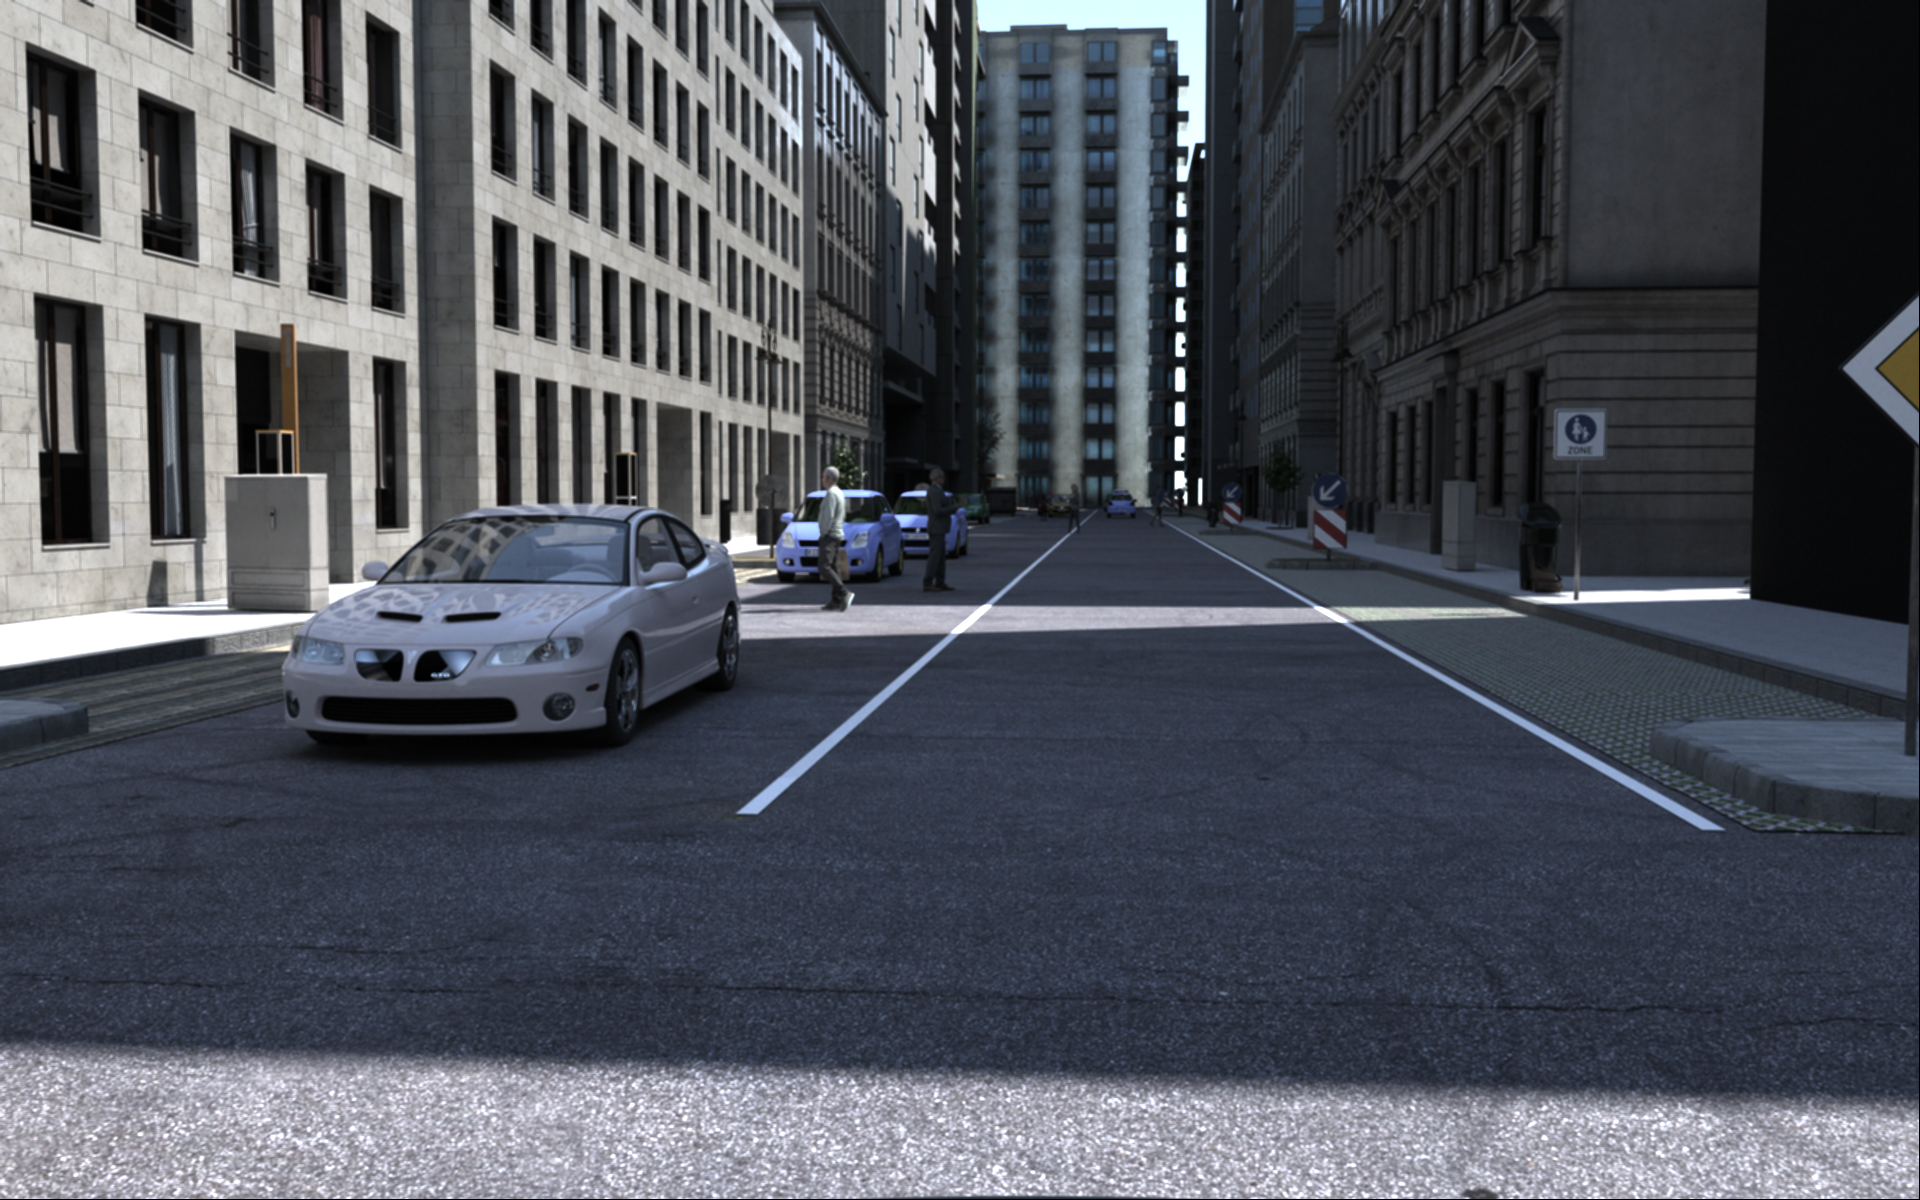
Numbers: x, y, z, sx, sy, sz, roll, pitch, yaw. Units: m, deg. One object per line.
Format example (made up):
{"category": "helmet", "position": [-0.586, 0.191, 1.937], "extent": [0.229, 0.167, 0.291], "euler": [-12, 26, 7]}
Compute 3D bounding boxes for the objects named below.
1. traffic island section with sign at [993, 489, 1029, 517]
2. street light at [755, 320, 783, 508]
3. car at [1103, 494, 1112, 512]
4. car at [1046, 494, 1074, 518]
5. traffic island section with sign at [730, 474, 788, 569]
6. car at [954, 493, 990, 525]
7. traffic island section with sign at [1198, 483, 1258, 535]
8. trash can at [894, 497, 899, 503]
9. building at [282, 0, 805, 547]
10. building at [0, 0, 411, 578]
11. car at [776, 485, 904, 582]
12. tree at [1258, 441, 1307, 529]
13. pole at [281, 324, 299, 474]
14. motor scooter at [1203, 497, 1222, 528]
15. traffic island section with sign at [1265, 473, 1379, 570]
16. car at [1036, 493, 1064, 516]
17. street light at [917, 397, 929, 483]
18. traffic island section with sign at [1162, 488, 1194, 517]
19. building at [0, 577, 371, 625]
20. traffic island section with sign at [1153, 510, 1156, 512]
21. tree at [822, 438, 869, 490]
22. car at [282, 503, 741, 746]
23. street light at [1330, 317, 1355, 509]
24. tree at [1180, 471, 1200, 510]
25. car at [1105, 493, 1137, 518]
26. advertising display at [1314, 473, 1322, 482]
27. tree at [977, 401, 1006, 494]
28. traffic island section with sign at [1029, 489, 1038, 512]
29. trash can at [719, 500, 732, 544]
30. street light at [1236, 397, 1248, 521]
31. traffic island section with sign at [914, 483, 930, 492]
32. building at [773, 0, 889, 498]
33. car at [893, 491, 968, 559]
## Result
{"category": "traffic island section with sign", "position": [3.184, -6.250, 110.821], "extent": [1.989, 1.847, 2.006], "euler": [0, 4, 5]}
{"category": "street light", "position": [-5.060, -4.483, 46.079], "extent": [0.468, 5.910, 1.993], "euler": [0, 4, 5]}
{"category": "car", "position": [12.653, -8.114, 141.461], "extent": [1.959, 1.807, 4.718], "euler": [0, 4, 4]}
{"category": "car", "position": [6.318, -5.898, 106.653], "extent": [2.015, 1.641, 3.980], "euler": [0, 4, 4]}
{"category": "traffic island section with sign", "position": [-3.735, -1.550, 33.975], "extent": [1.989, 1.847, 2.006], "euler": [0, 4, 5]}
{"category": "car", "position": [0.399, -4.505, 82.448], "extent": [1.959, 1.807, 4.718], "euler": [0, 4, 7]}
{"category": "traffic island section with sign", "position": [9.389, -3.191, 60.807], "extent": [1.989, 1.847, 2.006], "euler": [0, 4, 5]}
{"category": "trash can", "position": [-2.804, -4.390, 83.423], "extent": [0.748, 1.137, 0.748], "euler": [0, 3, 0]}
{"category": "building", "position": [-11.393, -12.101, 52.610], "extent": [10.420, 20.320, 16.860], "euler": [0, 4, 5]}
{"category": "building", "position": [-12.057, -11.072, 35.774], "extent": [10.420, 20.320, 16.860], "euler": [0, 4, 5]}
{"category": "car", "position": [-1.994, -1.205, 29.299], "extent": [1.945, 1.707, 3.694], "euler": [0, 4, 6]}
{"category": "tree", "position": [11.902, -4.223, 63.652], "extent": [1.663, 3.219, 1.824], "euler": [0, 3, 0]}
{"category": "pole", "position": [-8.061, -1.654, 20.881], "extent": [0.158, 3.312, 0.155], "euler": [0, 3, 0]}
{"category": "motor scooter", "position": [10.842, -3.765, 74.335], "extent": [0.815, 1.314, 1.986], "euler": [0, 4, 5]}
{"category": "traffic island section with sign", "position": [6.923, -1.514, 33.384], "extent": [1.989, 1.847, 2.006], "euler": [0, 4, 5]}
{"category": "car", "position": [6.178, -6.570, 116.465], "extent": [2.155, 1.783, 4.494], "euler": [0, 4, 5]}
{"category": "street light", "position": [-1.742, -6.695, 82.258], "extent": [0.468, 5.910, 1.993], "euler": [0, 4, 5]}
{"category": "traffic island section with sign", "position": [13.810, -6.197, 109.945], "extent": [1.989, 1.847, 2.006], "euler": [0, 4, 5]}
{"category": "building", "position": [-14.352, -10.051, 19.083], "extent": [10.420, 20.320, 16.860], "euler": [0, 4, 5]}
{"category": "traffic island section with sign", "position": [16.266, -7.864, 137.207], "extent": [1.989, 1.847, 2.006], "euler": [0, 4, 5]}
{"category": "tree", "position": [-3.907, -3.969, 59.496], "extent": [1.663, 3.219, 1.824], "euler": [0, 3, 0]}
{"category": "car", "position": [-2.693, 0.059, 11.405], "extent": [2.083, 1.381, 4.827], "euler": [0, 4, 5]}
{"category": "street light", "position": [10.009, -4.446, 45.474], "extent": [0.468, 5.910, 1.993], "euler": [0, 4, 5]}
{"category": "tree", "position": [19.014, -9.117, 143.661], "extent": [1.663, 3.219, 1.824], "euler": [0, 3, 0]}
{"category": "car", "position": [9.696, -5.790, 104.249], "extent": [1.945, 1.707, 3.694], "euler": [0, 4, 4]}
{"category": "advertising display", "position": [11.205, -3.003, 54.315], "extent": [0.123, 1.923, 0.974], "euler": [0, 4, 4]}
{"category": "tree", "position": [1.510, -11.241, 134.145], "extent": [4.360, 8.622, 3.978], "euler": [0, 3, 0]}
{"category": "traffic island section with sign", "position": [5.590, -7.892, 137.669], "extent": [1.989, 1.847, 2.006], "euler": [0, 4, 5]}
{"category": "trash can", "position": [-6.276, -2.044, 45.072], "extent": [0.748, 1.137, 0.748], "euler": [0, 3, 0]}
{"category": "street light", "position": [13.455, -6.723, 82.710], "extent": [0.468, 5.910, 1.993], "euler": [0, 4, 5]}
{"category": "traffic island section with sign", "position": [-1.289, -3.207, 61.063], "extent": [1.989, 1.847, 2.006], "euler": [0, 4, 5]}
{"category": "building", "position": [-8.930, -13.550, 70.691], "extent": [9.793, 20.994, 18.267], "euler": [0, 4, 5]}
{"category": "car", "position": [-0.768, -1.830, 39.506], "extent": [1.945, 1.707, 3.694], "euler": [0, 4, 5]}
